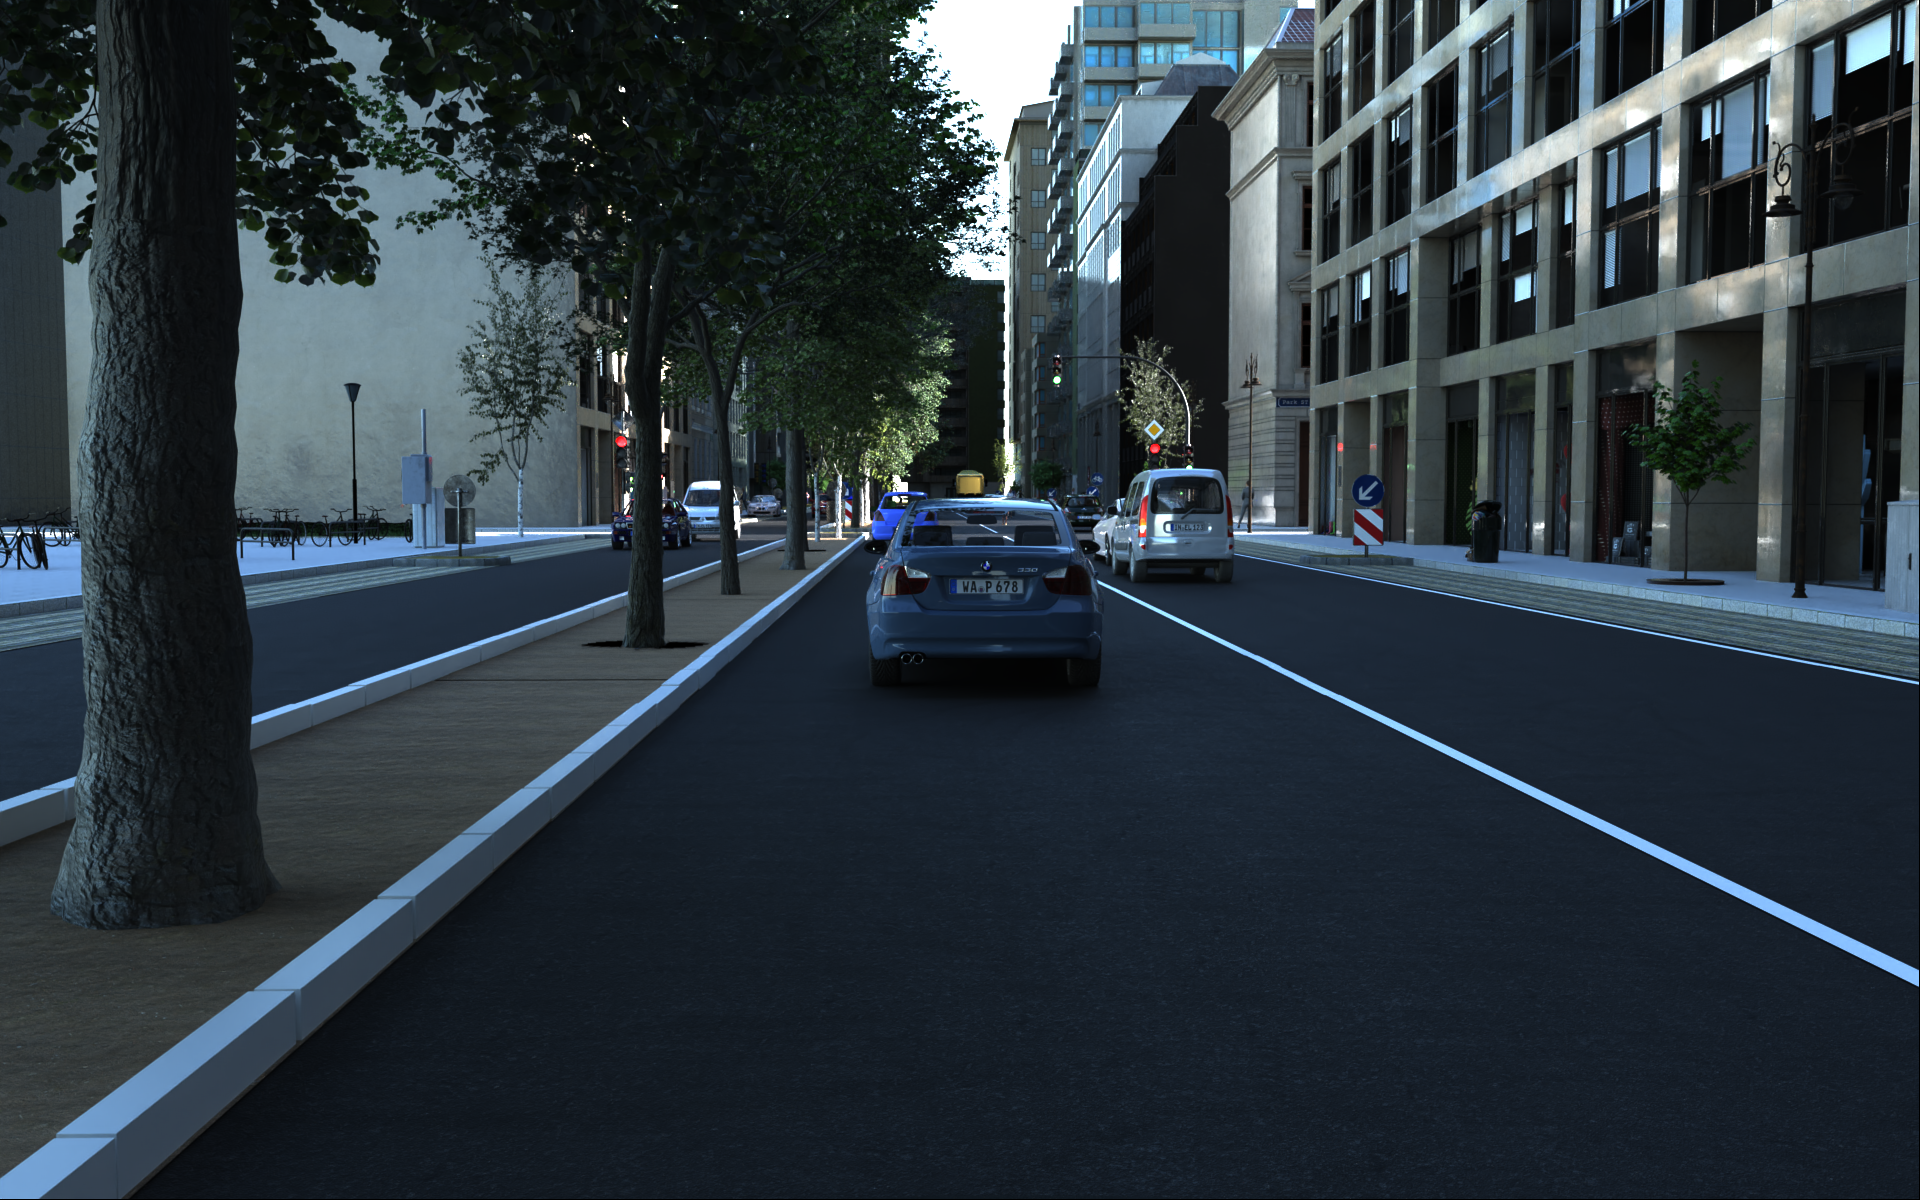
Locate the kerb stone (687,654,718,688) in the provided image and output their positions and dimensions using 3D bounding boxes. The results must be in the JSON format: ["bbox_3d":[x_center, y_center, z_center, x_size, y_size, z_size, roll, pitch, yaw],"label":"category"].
[{"bbox_3d":[-1.981,0.551,13.187,0.120,0.150,1.000,0,4,-1],"label":"kerb stone"}]

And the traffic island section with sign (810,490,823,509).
[{"bbox_3d":[-13.435,-9.688,167.028,1.989,1.847,2.006,0,4,-1],"label":"traffic island section with sign"}]

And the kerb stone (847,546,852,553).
[{"bbox_3d":[-2.675,-1.135,40.848,0.120,0.150,1.000,0,4,-1],"label":"kerb stone"}]

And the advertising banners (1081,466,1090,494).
[{"bbox_3d":[7.885,-6.887,108.794,0.090,3.025,2.074,-1,4,-9],"label":"advertising banners"}]

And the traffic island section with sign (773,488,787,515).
[{"bbox_3d":[-12.194,-6.587,116.331,1.989,1.847,2.006,0,4,-1],"label":"traffic island section with sign"}]

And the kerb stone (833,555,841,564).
[{"bbox_3d":[-2.520,-0.765,34.709,0.120,0.150,1.000,0,4,-1],"label":"kerb stone"}]

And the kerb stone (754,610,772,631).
[{"bbox_3d":[-2.114,0.238,18.322,0.120,0.150,1.000,0,4,-1],"label":"kerb stone"}]

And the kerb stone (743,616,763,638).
[{"bbox_3d":[-2.093,0.300,17.291,0.120,0.150,1.000,0,4,-1],"label":"kerb stone"}]

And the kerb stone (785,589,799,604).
[{"bbox_3d":[-2.217,-0.010,22.417,0.120,0.150,1.000,0,4,-1],"label":"kerb stone"}]

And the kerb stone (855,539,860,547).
[{"bbox_3d":[-2.803,-1.453,45.957,0.120,0.150,1.000,0,4,-1],"label":"kerb stone"}]

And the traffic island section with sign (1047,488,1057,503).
[{"bbox_3d":[6.029,-6.620,116.860,1.989,1.847,2.006,0,4,-1],"label":"traffic island section with sign"}]

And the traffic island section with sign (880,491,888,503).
[{"bbox_3d":[-6.173,-8.048,139.722,2.006,1.907,1.989,0,4,-1],"label":"traffic island section with sign"}]

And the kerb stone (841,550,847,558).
[{"bbox_3d":[-2.598,-0.953,37.779,0.120,0.150,1.000,0,4,-1],"label":"kerb stone"}]

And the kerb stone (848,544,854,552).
[{"bbox_3d":[-2.693,-1.201,41.870,0.120,0.150,1.000,0,4,-1],"label":"kerb stone"}]

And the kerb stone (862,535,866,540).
[{"bbox_3d":[-2.926,-1.767,51.080,0.120,0.150,1.000,0,4,-1],"label":"kerb stone"}]

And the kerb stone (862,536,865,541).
[{"bbox_3d":[-2.898,-1.704,50.057,0.120,0.150,1.000,0,4,-1],"label":"kerb stone"}]

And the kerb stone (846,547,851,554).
[{"bbox_3d":[-2.647,-1.078,39.826,0.120,0.150,1.000,0,4,-1],"label":"kerb stone"}]

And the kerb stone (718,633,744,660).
[{"bbox_3d":[-2.037,0.426,15.236,0.120,0.150,1.000,0,4,-1],"label":"kerb stone"}]

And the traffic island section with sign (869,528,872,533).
[{"bbox_3d":[-4.300,-3.454,64.607,2.006,1.907,1.989,0,4,-1],"label":"traffic island section with sign"}]

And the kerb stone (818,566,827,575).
[{"bbox_3d":[-2.394,-0.447,29.588,0.120,0.150,1.000,0,4,-1],"label":"kerb stone"}]

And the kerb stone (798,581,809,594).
[{"bbox_3d":[-2.267,-0.133,24.475,0.120,0.150,1.000,0,4,-1],"label":"kerb stone"}]

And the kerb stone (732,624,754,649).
[{"bbox_3d":[-2.061,0.363,16.258,0.120,0.150,1.000,0,4,-1],"label":"kerb stone"}]

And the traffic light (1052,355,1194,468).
[{"bbox_3d":[5.374,-5.032,56.943,4.771,5.953,1.251,0,4,-1],"label":"traffic light"}]

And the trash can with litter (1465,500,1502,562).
[{"bbox_3d":[9.793,-1.301,32.651,0.624,1.170,1.055,0,4,-4],"label":"trash can with litter"}]

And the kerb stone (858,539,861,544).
[{"bbox_3d":[-2.822,-1.512,46.979,0.120,0.150,1.000,0,4,-1],"label":"kerb stone"}]

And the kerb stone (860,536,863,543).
[{"bbox_3d":[-2.879,-1.641,49.024,0.120,0.150,1.000,0,4,-1],"label":"kerb stone"}]

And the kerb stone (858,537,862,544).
[{"bbox_3d":[-2.851,-1.577,48.001,0.120,0.150,1.000,0,4,-1],"label":"kerb stone"}]

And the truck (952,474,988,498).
[{"bbox_3d":[0.959,-10.406,166.058,3.469,3.379,9.791,0,4,0],"label":"truck"}]

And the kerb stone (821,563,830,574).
[{"bbox_3d":[-2.421,-0.515,30.613,0.120,0.150,1.000,0,4,-1],"label":"kerb stone"}]

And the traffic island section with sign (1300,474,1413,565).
[{"bbox_3d":[8.049,-1.642,35.474,1.989,1.847,2.006,0,4,-1],"label":"traffic island section with sign"}]

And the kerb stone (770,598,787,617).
[{"bbox_3d":[-2.165,0.112,20.369,0.120,0.150,1.000,0,4,-1],"label":"kerb stone"}]

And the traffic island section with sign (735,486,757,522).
[{"bbox_3d":[-11.513,-4.939,89.384,1.989,1.847,2.006,0,4,-1],"label":"traffic island section with sign"}]

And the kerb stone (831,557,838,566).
[{"bbox_3d":[-2.499,-0.702,33.680,0.120,0.150,1.000,0,4,-1],"label":"kerb stone"}]

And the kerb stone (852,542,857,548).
[{"bbox_3d":[-2.753,-1.328,43.914,0.120,0.150,1.000,0,4,-1],"label":"kerb stone"}]

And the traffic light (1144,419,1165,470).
[{"bbox_3d":[7.265,-4.660,65.118,0.839,4.253,0.868,0,4,-1],"label":"traffic light"}]

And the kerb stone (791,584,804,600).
[{"bbox_3d":[-2.236,-0.076,23.443,0.120,0.150,1.000,0,4,-1],"label":"kerb stone"}]

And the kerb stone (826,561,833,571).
[{"bbox_3d":[-2.446,-0.577,31.637,0.120,0.150,1.000,0,4,-1],"label":"kerb stone"}]

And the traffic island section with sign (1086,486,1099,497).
[{"bbox_3d":[6.704,-4.972,89.913,1.989,1.847,2.006,0,4,-1],"label":"traffic island section with sign"}]

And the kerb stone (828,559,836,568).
[{"bbox_3d":[-2.471,-0.635,32.659,0.120,0.150,1.000,0,4,-1],"label":"kerb stone"}]

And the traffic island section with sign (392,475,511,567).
[{"bbox_3d":[-10.165,-1.606,34.885,1.989,1.847,2.006,0,4,-1],"label":"traffic island section with sign"}]

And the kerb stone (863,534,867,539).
[{"bbox_3d":[-2.959,-1.829,52.101,0.120,0.150,1.000,0,4,-1],"label":"kerb stone"}]

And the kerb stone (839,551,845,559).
[{"bbox_3d":[-2.573,-0.891,36.758,0.120,0.150,1.000,0,4,-1],"label":"kerb stone"}]

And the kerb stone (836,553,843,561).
[{"bbox_3d":[-2.550,-0.825,35.733,0.120,0.150,1.000,0,4,-1],"label":"kerb stone"}]

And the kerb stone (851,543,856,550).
[{"bbox_3d":[-2.722,-1.265,42.891,0.120,0.150,1.000,0,4,-1],"label":"kerb stone"}]

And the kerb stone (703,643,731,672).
[{"bbox_3d":[-2.015,0.488,14.209,0.120,0.150,1.000,0,4,-1],"label":"kerb stone"}]

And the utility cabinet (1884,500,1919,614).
[{"bbox_3d":[10.428,-0.472,18.882,0.306,1.237,1.020,1,4,8],"label":"utility cabinet"}]

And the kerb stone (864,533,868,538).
[{"bbox_3d":[-2.974,-1.892,53.137,0.120,0.150,1.000,0,4,-1],"label":"kerb stone"}]

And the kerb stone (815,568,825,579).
[{"bbox_3d":[-2.363,-0.390,28.566,0.120,0.150,1.000,0,4,-1],"label":"kerb stone"}]

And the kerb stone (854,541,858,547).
[{"bbox_3d":[-2.778,-1.388,44.936,0.120,0.150,1.000,0,4,-1],"label":"kerb stone"}]

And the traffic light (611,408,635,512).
[{"bbox_3d":[-10.992,-4.143,56.664,0.839,4.253,0.868,0,4,-1],"label":"traffic light"}]

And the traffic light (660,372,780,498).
[{"bbox_3d":[-9.101,-5.509,64.733,4.771,5.953,1.251,0,4,-1],"label":"traffic light"}]

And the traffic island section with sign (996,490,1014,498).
[{"bbox_3d":[4.778,-9.692,167.097,1.989,1.847,2.006,0,4,-1],"label":"traffic island section with sign"}]

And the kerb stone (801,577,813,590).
[{"bbox_3d":[-2.294,-0.199,25.499,0.120,0.150,1.000,0,4,-1],"label":"kerb stone"}]

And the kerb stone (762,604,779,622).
[{"bbox_3d":[-2.146,0.174,19.343,0.120,0.150,1.000,0,4,-1],"label":"kerb stone"}]

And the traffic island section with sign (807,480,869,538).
[{"bbox_3d":[-4.126,-3.001,57.202,2.006,1.907,1.989,0,4,-1],"label":"traffic island section with sign"}]

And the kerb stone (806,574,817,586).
[{"bbox_3d":[-2.322,-0.264,26.520,0.120,0.150,1.000,0,4,-1],"label":"kerb stone"}]

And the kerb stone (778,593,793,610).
[{"bbox_3d":[-2.190,0.049,21.395,0.120,0.150,1.000,0,4,-1],"label":"kerb stone"}]

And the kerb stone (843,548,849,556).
[{"bbox_3d":[-2.623,-1.016,38.805,0.120,0.150,1.000,0,4,-1],"label":"kerb stone"}]

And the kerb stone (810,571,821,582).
[{"bbox_3d":[-2.347,-0.327,27.544,0.120,0.150,1.000,0,4,-1],"label":"kerb stone"}]
